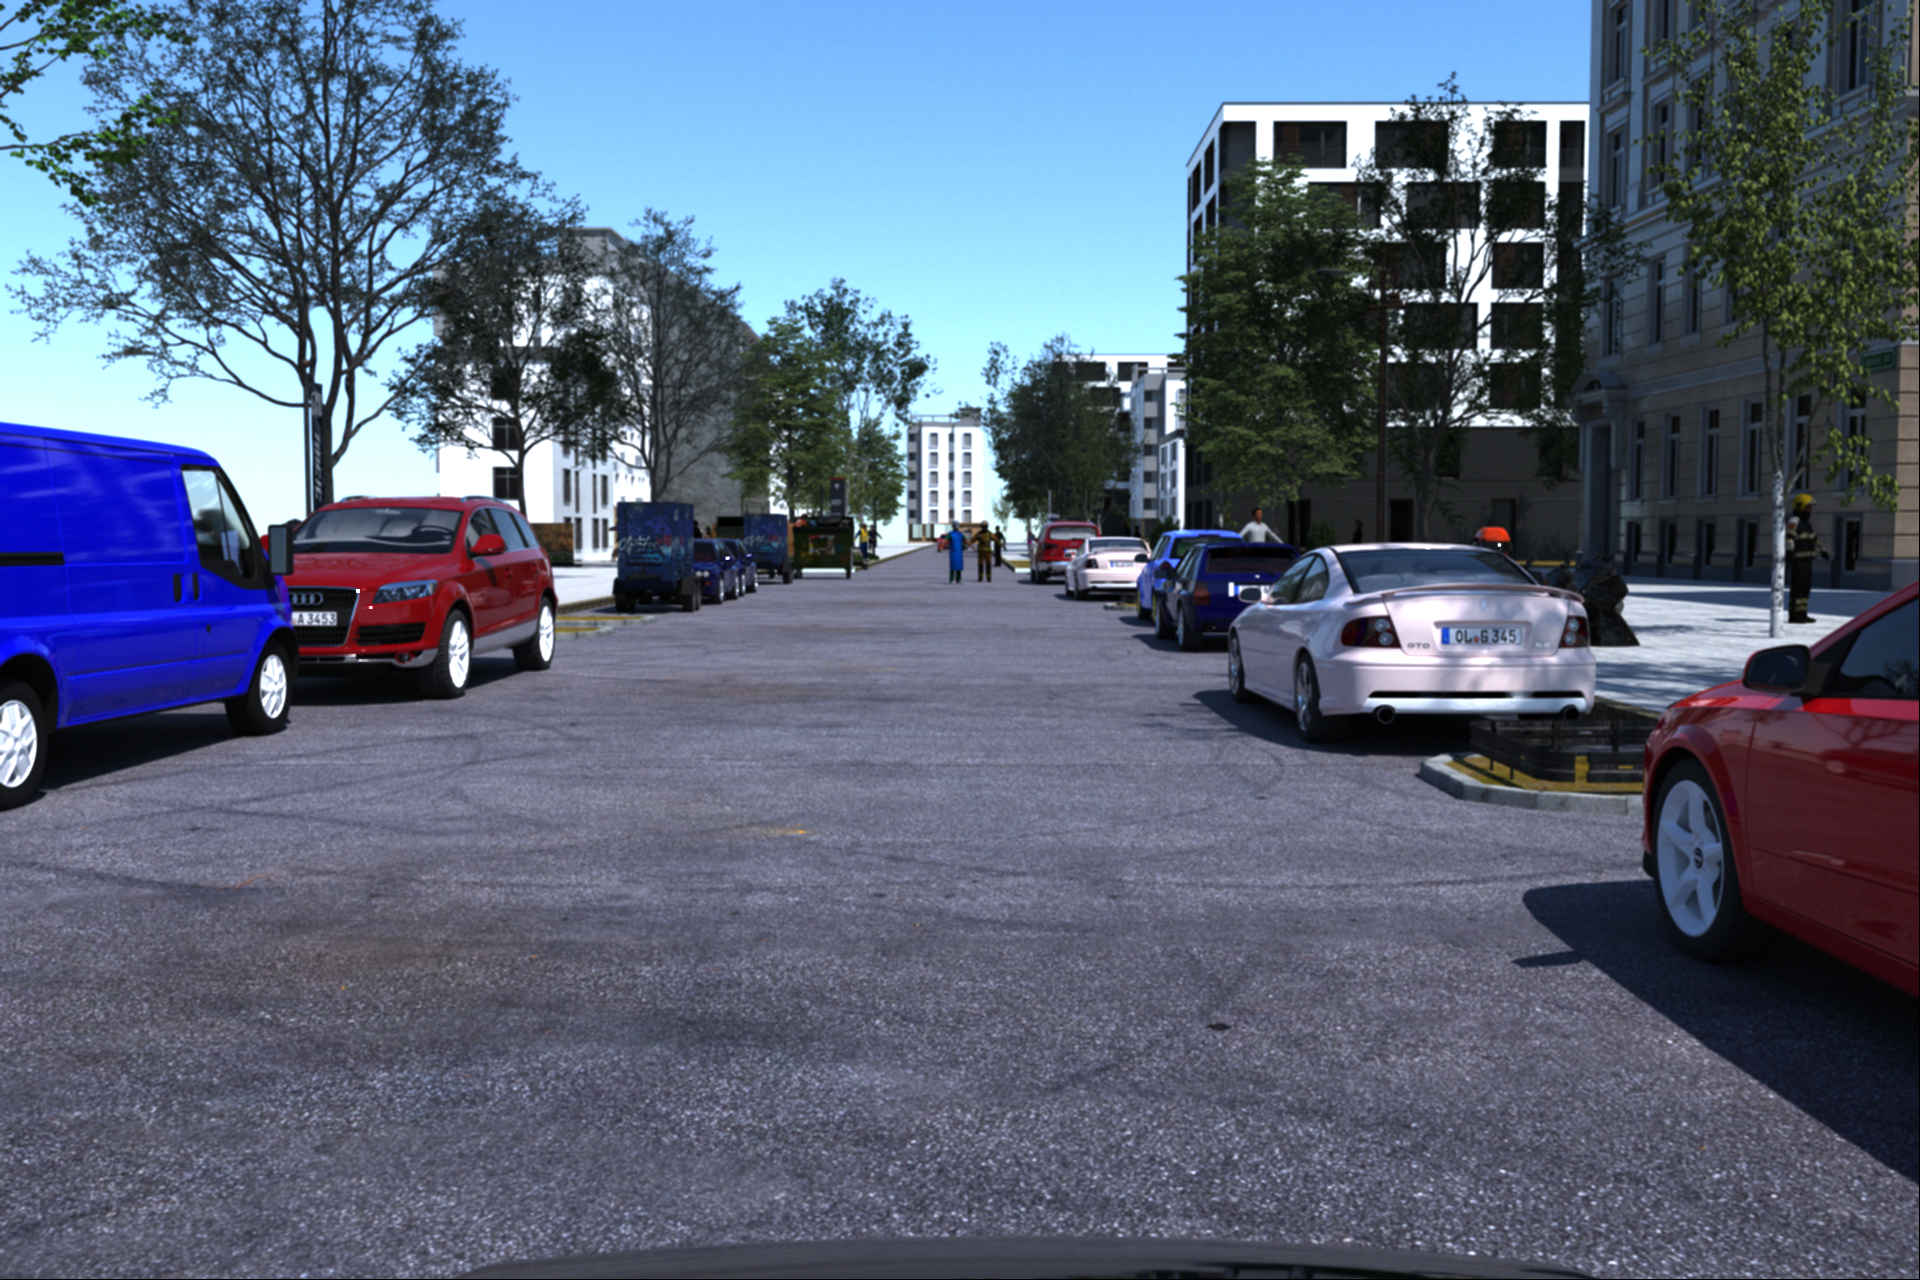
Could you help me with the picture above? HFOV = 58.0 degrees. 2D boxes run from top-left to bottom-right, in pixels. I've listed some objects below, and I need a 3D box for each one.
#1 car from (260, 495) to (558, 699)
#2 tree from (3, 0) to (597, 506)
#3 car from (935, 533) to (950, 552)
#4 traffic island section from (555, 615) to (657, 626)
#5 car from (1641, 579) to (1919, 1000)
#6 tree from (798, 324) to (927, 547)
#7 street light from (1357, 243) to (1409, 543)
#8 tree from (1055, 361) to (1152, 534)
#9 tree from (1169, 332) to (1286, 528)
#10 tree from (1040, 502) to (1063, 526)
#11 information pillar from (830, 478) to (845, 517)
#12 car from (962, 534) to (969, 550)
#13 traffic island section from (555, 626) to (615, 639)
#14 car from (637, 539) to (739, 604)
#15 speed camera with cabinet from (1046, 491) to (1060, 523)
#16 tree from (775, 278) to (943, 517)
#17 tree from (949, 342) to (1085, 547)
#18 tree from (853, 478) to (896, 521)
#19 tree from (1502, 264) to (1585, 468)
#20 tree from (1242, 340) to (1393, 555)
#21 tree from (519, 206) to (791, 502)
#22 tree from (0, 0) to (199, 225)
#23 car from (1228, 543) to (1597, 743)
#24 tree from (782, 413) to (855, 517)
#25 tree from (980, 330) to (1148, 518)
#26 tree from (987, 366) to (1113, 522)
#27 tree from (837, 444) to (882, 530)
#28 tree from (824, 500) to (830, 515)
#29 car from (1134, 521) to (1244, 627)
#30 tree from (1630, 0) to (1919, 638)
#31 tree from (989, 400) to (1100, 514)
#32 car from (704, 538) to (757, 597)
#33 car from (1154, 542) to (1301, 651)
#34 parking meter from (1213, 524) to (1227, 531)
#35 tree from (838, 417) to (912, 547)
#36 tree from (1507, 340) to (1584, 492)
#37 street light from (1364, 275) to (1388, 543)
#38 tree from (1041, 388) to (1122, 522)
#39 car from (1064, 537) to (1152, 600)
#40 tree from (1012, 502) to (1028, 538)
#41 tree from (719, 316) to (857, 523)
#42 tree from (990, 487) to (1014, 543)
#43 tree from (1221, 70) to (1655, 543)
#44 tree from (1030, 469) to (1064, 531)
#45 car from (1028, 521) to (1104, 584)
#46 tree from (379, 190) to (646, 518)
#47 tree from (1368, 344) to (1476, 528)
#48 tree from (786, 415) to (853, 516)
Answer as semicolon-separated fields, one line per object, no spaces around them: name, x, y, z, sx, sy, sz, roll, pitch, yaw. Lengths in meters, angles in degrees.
car;-5.359;-0.494;16.744;2.281;1.827;5.304;0;4;0
tree;-12.094;-7.502;33.027;12.009;13.543;11.850;0;3;0
car;-0.899;-7.970;139.352;2.155;1.783;4.494;0;4;0
traffic island section;-5.963;-0.306;27.875;1.991;0.108;1.994;0;4;1
car;3.346;0.275;4.543;2.155;1.783;4.494;0;4;0
tree;-8.874;-18.174;153.030;12.611;20.169;13.585;0;3;0
street light;6.761;-3.367;27.837;0.468;5.910;1.993;0;3;0
tree;5.941;-7.544;73.703;4.360;8.622;3.978;0;3;0
tree;9.816;-6.920;63.499;4.737;8.622;4.395;0;3;0
tree;7.742;-12.621;156.718;4.737;8.622;4.395;0;3;0
information pillar;-5.619;-5.523;79.685;0.750;3.857;0.750;0;4;1
car;-0.192;-9.136;159.161;2.009;1.686;4.222;0;4;-1
traffic island section;-5.973;-0.100;24.494;1.991;0.108;1.994;0;4;1
car;-5.703;-1.462;36.485;1.945;1.354;3.894;0;3;0
speed camera with cabinet;4.239;-5.117;78.005;0.660;3.252;2.038;0;4;1
tree;-7.602;-16.536;126.253;12.611;20.169;13.585;0;3;0
tree;5.751;-19.288;171.246;12.611;20.169;13.585;0;3;0
tree;-12.880;-20.007;261.531;7.601;10.594;8.767;1;4;9
tree;24.470;-8.538;65.352;9.928;11.665;9.643;0;3;0
tree;14.574;-8.526;73.818;8.767;10.594;7.601;2;4;30
tree;-11.303;-9.407;64.179;12.009;13.543;11.850;0;3;0
tree;-11.627;-5.588;17.125;9.928;11.665;9.643;0;3;0
car;3.267;-0.056;13.278;2.083;1.381;4.827;0;4;-1
tree;-8.449;-9.166;100.221;4.737;8.622;4.395;0;3;0
tree;6.405;-11.939;105.571;12.009;13.543;11.850;0;3;0
tree;7.019;-13.706;130.749;9.857;13.997;8.962;0;3;0
tree;-8.661;-11.564;139.434;4.737;8.622;4.395;0;3;0
tree;-21.010;-19.708;256.630;7.601;10.594;8.767;0;4;1
car;3.822;-1.125;27.989;1.945;1.707;3.694;0;4;0
tree;10.184;-4.314;20.900;4.737;8.622;4.395;0;3;0
tree;6.284;-11.381;120.495;7.601;10.594;8.767;2;4;34
car;-5.818;-1.734;40.938;1.945;1.354;3.894;0;4;0
car;3.545;-0.606;22.486;1.945;1.354;3.894;0;3;0
parking meter;6.841;-2.272;45.561;0.372;1.533;0.369;0;3;0
tree;-8.362;-15.257;167.581;7.486;12.596;7.792;0;3;0
tree;28.953;-8.708;76.791;8.767;10.594;7.601;-1;4;-21
street light;7.997;-3.541;30.433;1.470;5.913;1.316;0;3;0
tree;6.501;-8.360;87.043;4.360;8.622;3.978;0;3;0
car;3.394;-1.614;38.750;2.083;1.381;4.827;0;4;-1
tree;9.988;-19.043;261.715;4.737;8.622;4.395;0;3;0
tree;-9.110;-10.571;90.955;7.486;12.596;7.792;0;3;0
tree;6.598;-18.708;256.236;4.737;8.622;4.395;0;3;0
tree;9.593;-6.210;35.950;8.767;10.594;7.601;1;4;12
tree;7.295;-11.588;139.830;4.737;8.622;4.395;0;3;0
car;3.159;-2.578;50.818;2.281;1.827;5.304;0;4;0
tree;-12.354;-6.933;47.761;7.601;10.594;8.767;-1;4;-21
tree;17.436;-7.020;65.141;4.737;8.622;4.395;0;3;0
tree;-7.953;-9.562;106.694;4.360;8.622;3.978;0;3;0
